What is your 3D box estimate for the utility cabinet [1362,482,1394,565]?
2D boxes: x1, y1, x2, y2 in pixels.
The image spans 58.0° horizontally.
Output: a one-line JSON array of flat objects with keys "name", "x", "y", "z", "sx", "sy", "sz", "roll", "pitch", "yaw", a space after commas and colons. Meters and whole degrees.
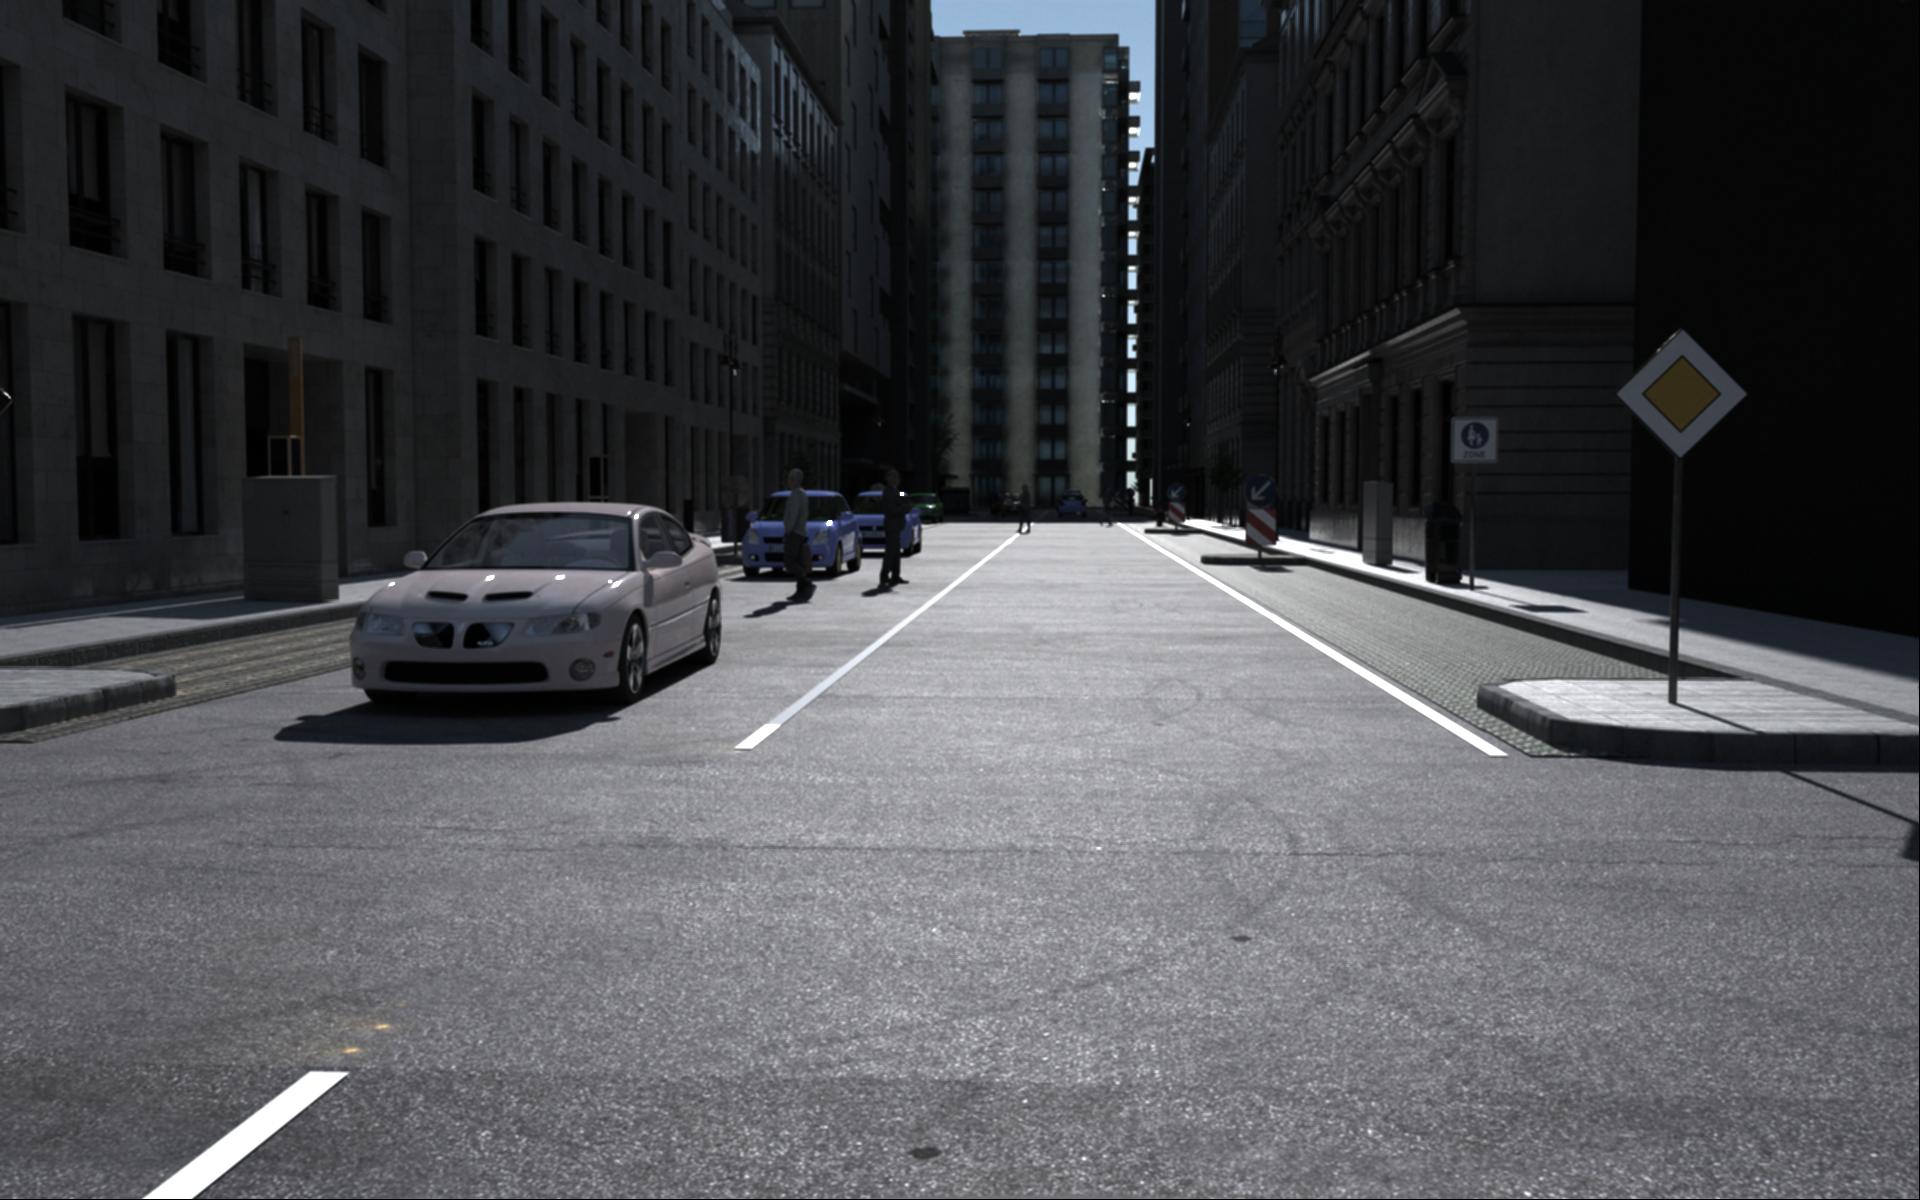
[{"name": "utility cabinet", "x": 7.587, "y": -1.390, "z": 31.409, "sx": 0.318, "sy": 1.500, "sz": 1.173, "roll": 0, "pitch": 4, "yaw": 2}]

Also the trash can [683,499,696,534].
[{"name": "trash can", "x": -7.517, "y": -2.156, "z": 46.910, "sx": 0.748, "sy": 1.137, "sz": 0.748, "roll": 0, "pitch": 3, "yaw": 0}]

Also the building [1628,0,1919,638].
[{"name": "building", "x": 16.557, "y": -11.405, "z": 16.142, "sx": 15.834, "sy": 23.373, "sz": 12.332, "roll": 0, "pitch": 4, "yaw": 4}]

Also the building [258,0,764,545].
[{"name": "building", "x": -12.845, "y": -12.206, "z": 54.312, "sx": 10.420, "sy": 20.320, "sz": 16.860, "roll": 0, "pitch": 4, "yaw": 4}]

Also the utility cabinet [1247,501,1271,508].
[{"name": "utility cabinet", "x": 8.646, "y": -2.382, "z": 50.114, "sx": 0.306, "sy": 1.237, "sz": 1.020, "roll": -1, "pitch": 4, "yaw": -17}]

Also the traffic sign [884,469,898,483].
[{"name": "traffic sign", "x": -3.453, "y": -5.294, "z": 86.663, "sx": 0.768, "sy": 2.556, "sz": 0.104, "roll": 1, "pitch": 4, "yaw": 12}]

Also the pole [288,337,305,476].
[{"name": "pole", "x": -8.672, "y": -1.764, "z": 22.681, "sx": 0.158, "sy": 3.312, "sz": 0.155, "roll": 0, "pitch": 3, "yaw": 0}]

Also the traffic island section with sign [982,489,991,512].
[{"name": "traffic island section with sign", "x": 1.927, "y": -8.022, "z": 139.784, "sx": 1.989, "sy": 1.847, "sz": 2.006, "roll": 0, "pitch": 4, "yaw": 4}]

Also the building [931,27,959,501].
[{"name": "building", "x": -15.215, "y": -30.394, "z": 151.568, "sx": 28.867, "sy": 44.769, "sz": 22.147, "roll": 0, "pitch": 4, "yaw": 4}]

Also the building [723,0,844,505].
[{"name": "building", "x": -10.855, "y": -13.658, "z": 72.452, "sx": 9.793, "sy": 20.994, "sz": 18.267, "roll": 0, "pitch": 4, "yaw": 4}]

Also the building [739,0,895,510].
[{"name": "building", "x": -18.494, "y": -31.254, "z": 100.248, "sx": 28.713, "sy": 52.752, "sz": 27.495, "roll": 0, "pitch": 4, "yaw": 4}]

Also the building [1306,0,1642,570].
[{"name": "building", "x": 13.680, "y": -10.571, "z": 37.456, "sx": 10.561, "sy": 19.102, "sz": 19.286, "roll": 0, "pitch": 4, "yaw": 4}]

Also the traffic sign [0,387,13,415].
[{"name": "traffic sign", "x": -6.548, "y": -0.467, "z": 11.286, "sx": 0.795, "sy": 2.450, "sz": 0.064, "roll": 0, "pitch": 4, "yaw": 4}]

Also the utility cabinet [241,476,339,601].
[{"name": "utility cabinet", "x": -8.029, "y": -0.738, "z": 20.737, "sx": 1.173, "sy": 1.500, "sz": 0.318, "roll": 1, "pitch": 4, "yaw": 21}]

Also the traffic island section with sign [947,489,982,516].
[{"name": "traffic island section with sign", "x": 0.222, "y": -6.376, "z": 112.883, "sx": 1.989, "sy": 1.847, "sz": 2.006, "roll": 0, "pitch": 4, "yaw": 4}]

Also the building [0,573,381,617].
[{"name": "building", "x": -14.927, "y": -10.151, "z": 20.720, "sx": 10.420, "sy": 20.320, "sz": 16.860, "roll": 0, "pitch": 4, "yaw": 4}]

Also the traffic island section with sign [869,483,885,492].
[{"name": "traffic island section with sign", "x": -2.949, "y": -3.327, "z": 63.025, "sx": 1.989, "sy": 1.847, "sz": 2.006, "roll": 0, "pitch": 4, "yaw": 4}]

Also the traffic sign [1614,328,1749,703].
[{"name": "traffic sign", "x": 4.373, "y": -0.424, "z": 10.573, "sx": 0.795, "sy": 2.450, "sz": 0.064, "roll": 0, "pitch": 4, "yaw": 4}]

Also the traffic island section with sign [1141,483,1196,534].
[{"name": "traffic island section with sign", "x": 7.731, "y": -3.328, "z": 63.048, "sx": 1.989, "sy": 1.847, "sz": 2.006, "roll": 0, "pitch": 4, "yaw": 4}]

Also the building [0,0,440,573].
[{"name": "building", "x": -13.069, "y": -11.175, "z": 37.464, "sx": 10.420, "sy": 20.320, "sz": 16.860, "roll": 0, "pitch": 4, "yaw": 4}]

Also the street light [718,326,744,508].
[{"name": "street light", "x": -6.331, "y": -4.597, "z": 47.948, "sx": 0.468, "sy": 5.910, "sz": 1.993, "roll": 0, "pitch": 4, "yaw": 4}]

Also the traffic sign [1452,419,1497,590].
[{"name": "traffic sign", "x": 6.835, "y": -1.281, "z": 23.068, "sx": 0.606, "sy": 2.300, "sz": 0.079, "roll": 0, "pitch": 4, "yaw": 6}]

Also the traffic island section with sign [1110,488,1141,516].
[{"name": "traffic island section with sign", "x": 10.868, "y": -6.340, "z": 112.284, "sx": 1.989, "sy": 1.847, "sz": 2.006, "roll": 0, "pitch": 4, "yaw": 4}]

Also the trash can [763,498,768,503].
[{"name": "trash can", "x": -6.303, "y": -2.872, "z": 58.611, "sx": 0.748, "sy": 1.137, "sz": 0.748, "roll": 0, "pitch": 3, "yaw": 0}]

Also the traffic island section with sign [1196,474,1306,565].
[{"name": "traffic island section with sign", "x": 5.983, "y": -1.648, "z": 35.570, "sx": 1.989, "sy": 1.847, "sz": 2.006, "roll": 0, "pitch": 4, "yaw": 4}]

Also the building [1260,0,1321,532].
[{"name": "building", "x": 16.399, "y": -13.938, "z": 56.766, "sx": 11.050, "sy": 23.489, "sz": 19.941, "roll": 0, "pitch": 4, "yaw": 4}]

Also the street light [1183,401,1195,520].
[{"name": "street light", "x": 11.220, "y": -6.866, "z": 85.049, "sx": 0.468, "sy": 5.910, "sz": 1.993, "roll": 0, "pitch": 4, "yaw": 4}]

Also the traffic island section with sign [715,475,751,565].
[{"name": "traffic island section with sign", "x": -4.687, "y": -1.667, "z": 35.883, "sx": 1.989, "sy": 1.847, "sz": 2.006, "roll": 0, "pitch": 4, "yaw": 4}]

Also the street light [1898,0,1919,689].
[{"name": "street light", "x": 6.401, "y": -2.349, "z": 11.200, "sx": 0.468, "sy": 5.910, "sz": 1.993, "roll": 0, "pitch": 4, "yaw": 4}]

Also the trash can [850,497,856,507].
[{"name": "trash can", "x": -5.048, "y": -4.507, "z": 85.339, "sx": 0.748, "sy": 1.137, "sz": 0.748, "roll": 0, "pitch": 3, "yaw": 0}]

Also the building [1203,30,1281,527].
[{"name": "building", "x": 16.226, "y": -13.883, "z": 76.133, "sx": 9.793, "sy": 20.994, "sz": 18.267, "roll": 0, "pitch": 4, "yaw": 4}]

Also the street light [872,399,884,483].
[{"name": "street light", "x": -3.959, "y": -6.814, "z": 84.201, "sx": 0.468, "sy": 5.910, "sz": 1.993, "roll": 0, "pitch": 4, "yaw": 4}]

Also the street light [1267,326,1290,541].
[{"name": "street light", "x": 8.748, "y": -4.584, "z": 47.736, "sx": 0.468, "sy": 5.910, "sz": 1.993, "roll": 0, "pitch": 4, "yaw": 4}]
